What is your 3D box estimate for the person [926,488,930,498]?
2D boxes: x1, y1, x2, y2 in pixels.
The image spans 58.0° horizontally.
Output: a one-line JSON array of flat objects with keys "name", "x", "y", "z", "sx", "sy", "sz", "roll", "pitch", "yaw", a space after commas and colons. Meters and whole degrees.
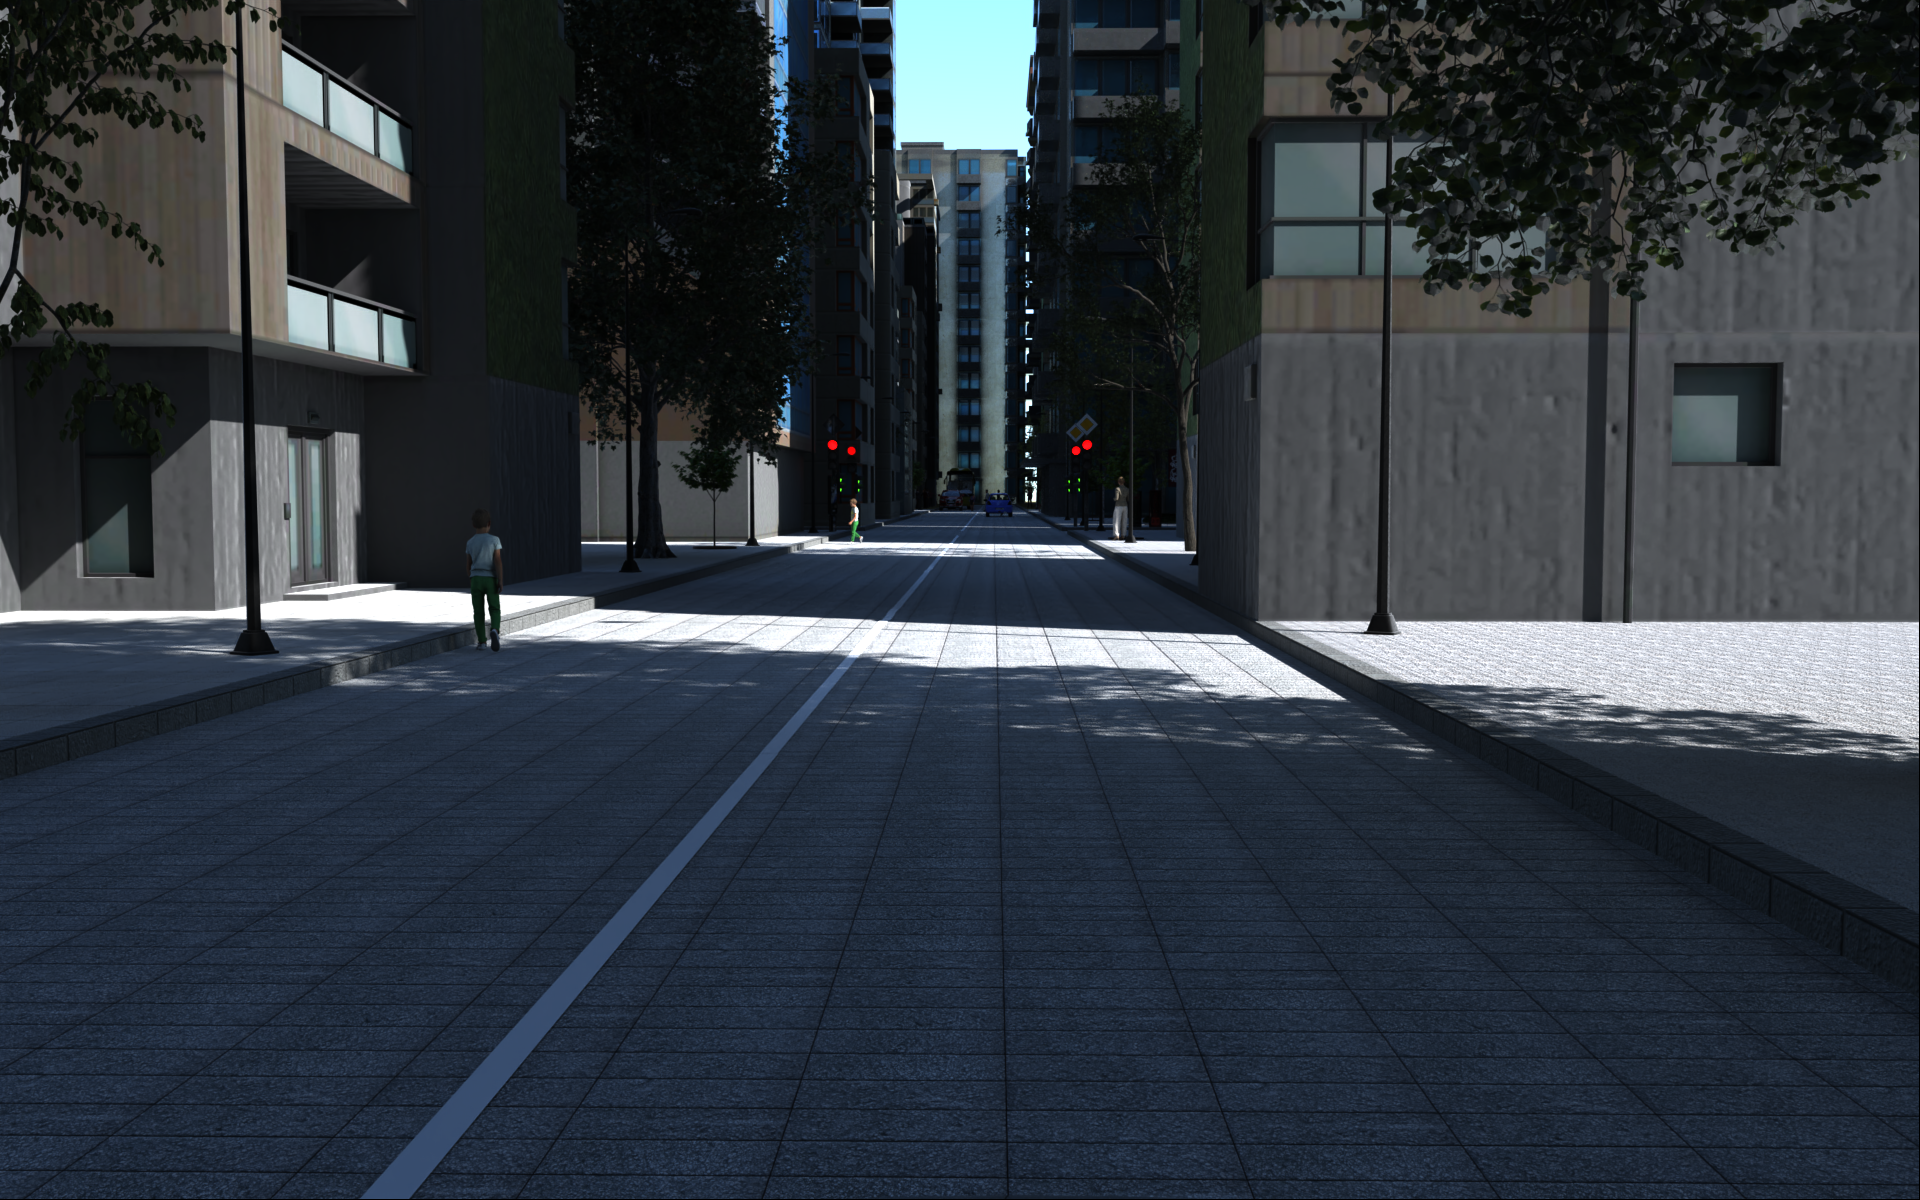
[{"name": "person", "x": -3.083, "y": -9.677, "z": 164.254, "sx": 0.705, "sy": 1.826, "sz": 1.348, "roll": 0, "pitch": 4, "yaw": 7}]

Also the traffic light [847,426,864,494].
[{"name": "traffic light", "x": -4.230, "y": -4.853, "z": 68.266, "sx": 0.839, "sy": 4.253, "sz": 0.868, "roll": 0, "pitch": 4, "yaw": 1}]

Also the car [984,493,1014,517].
[{"name": "car", "x": 2.468, "y": -6.125, "z": 109.741, "sx": 1.945, "sy": 1.707, "sz": 3.694, "roll": 0, "pitch": 3, "yaw": 0}]

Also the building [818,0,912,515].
[{"name": "building", "x": -14.236, "y": -49.253, "z": 117.958, "sx": 22.319, "sy": 86.520, "sz": 31.000, "roll": 0, "pitch": 4, "yaw": 1}]

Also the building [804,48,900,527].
[{"name": "building", "x": -17.457, "y": -14.500, "z": 82.118, "sx": 27.650, "sy": 21.520, "sz": 28.899, "roll": 0, "pitch": 4, "yaw": 1}]

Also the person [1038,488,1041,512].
[{"name": "person", "x": 5.995, "y": -7.385, "z": 127.029, "sx": 0.529, "sy": 1.795, "sz": 0.600, "roll": 3, "pitch": 4, "yaw": 38}]

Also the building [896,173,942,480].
[{"name": "building", "x": -14.225, "y": -31.252, "z": 202.858, "sx": 23.993, "sy": 40.220, "sz": 32.217, "roll": 0, "pitch": 4, "yaw": 1}]

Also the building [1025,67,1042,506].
[{"name": "building", "x": 17.832, "y": -31.937, "z": 176.790, "sx": 22.147, "sy": 44.769, "sz": 28.867, "roll": 0, "pitch": 4, "yaw": 1}]

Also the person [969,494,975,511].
[{"name": "person", "x": 1.060, "y": -8.175, "z": 145.390, "sx": 0.421, "sy": 1.427, "sz": 0.697, "roll": -1, "pitch": 4, "yaw": -20}]

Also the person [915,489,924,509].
[{"name": "person", "x": -3.410, "y": -8.521, "z": 146.166, "sx": 0.742, "sy": 1.727, "sz": 0.445, "roll": 0, "pitch": 4, "yaw": -2}]

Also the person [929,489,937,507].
[{"name": "person", "x": -2.815, "y": -9.879, "z": 168.279, "sx": 1.217, "sy": 1.743, "sz": 0.721, "roll": -1, "pitch": 4, "yaw": -13}]

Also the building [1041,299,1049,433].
[{"name": "building", "x": 14.303, "y": -28.855, "z": 155.378, "sx": 14.154, "sy": 41.232, "sz": 14.086, "roll": 0, "pitch": 4, "yaw": 1}]

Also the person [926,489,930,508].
[{"name": "person", "x": -2.891, "y": -9.339, "z": 159.531, "sx": 0.445, "sy": 1.727, "sz": 0.742, "roll": -2, "pitch": 4, "yaw": -27}]

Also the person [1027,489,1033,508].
[{"name": "person", "x": 6.329, "y": -9.200, "z": 157.380, "sx": 0.541, "sy": 1.710, "sz": 0.530, "roll": 1, "pitch": 4, "yaw": 19}]

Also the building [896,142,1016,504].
[{"name": "building", "x": -5.145, "y": -37.838, "z": 238.256, "sx": 30.456, "sy": 49.044, "sz": 23.786, "roll": 0, "pitch": 4, "yaw": 1}]

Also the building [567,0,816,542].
[{"name": "building", "x": -12.235, "y": -24.596, "z": 52.258, "sx": 14.200, "sy": 45.320, "sz": 14.600, "roll": 0, "pitch": 4, "yaw": 1}]

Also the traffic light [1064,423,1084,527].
[{"name": "traffic light", "x": 4.530, "y": -4.844, "z": 68.113, "sx": 0.839, "sy": 4.253, "sz": 0.868, "roll": 0, "pitch": 4, "yaw": 1}]

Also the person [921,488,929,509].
[{"name": "person", "x": -3.097, "y": -8.924, "z": 151.906, "sx": 0.705, "sy": 1.831, "sz": 1.348, "roll": -3, "pitch": 5, "yaw": -39}]

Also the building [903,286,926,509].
[{"name": "building", "x": -17.498, "y": -19.169, "z": 158.450, "sx": 27.650, "sy": 21.520, "sz": 28.899, "roll": 0, "pitch": 4, "yaw": 1}]

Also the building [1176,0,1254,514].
[{"name": "building", "x": 14.519, "y": -27.647, "z": 135.616, "sx": 14.154, "sy": 41.232, "sz": 14.086, "roll": 0, "pitch": 4, "yaw": 1}]

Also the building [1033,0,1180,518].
[{"name": "building", "x": 15.655, "y": -29.639, "z": 104.202, "sx": 23.786, "sy": 49.044, "sz": 30.456, "roll": 0, "pitch": 4, "yaw": 1}]

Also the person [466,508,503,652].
[{"name": "person", "x": -4.320, "y": -0.184, "z": 15.757, "sx": 0.306, "sy": 1.304, "sz": 0.590, "roll": -2, "pitch": 4, "yaw": -24}]

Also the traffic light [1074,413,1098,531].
[{"name": "traffic light", "x": 4.376, "y": -4.355, "z": 60.130, "sx": 0.839, "sy": 4.253, "sz": 0.868, "roll": 0, "pitch": 4, "yaw": 1}]

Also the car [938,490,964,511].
[{"name": "car", "x": -0.771, "y": -8.613, "z": 149.498, "sx": 2.281, "sy": 1.827, "sz": 5.304, "roll": 0, "pitch": 3, "yaw": 0}]

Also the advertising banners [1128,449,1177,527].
[{"name": "advertising banners", "x": 7.535, "y": -4.333, "z": 67.039, "sx": 2.074, "sy": 3.025, "sz": 0.090, "roll": 0, "pitch": 4, "yaw": 0}]

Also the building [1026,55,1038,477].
[{"name": "building", "x": 22.373, "y": -37.636, "z": 204.592, "sx": 28.713, "sy": 52.752, "sz": 27.495, "roll": 0, "pitch": 4, "yaw": 1}]

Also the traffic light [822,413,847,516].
[{"name": "traffic light", "x": -4.384, "y": -4.365, "z": 60.282, "sx": 0.839, "sy": 4.253, "sz": 0.868, "roll": 0, "pitch": 4, "yaw": 1}]

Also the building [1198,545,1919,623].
[{"name": "building", "x": 10.156, "y": -20.753, "z": 22.899, "sx": 14.154, "sy": 41.232, "sz": 14.086, "roll": 0, "pitch": 4, "yaw": 1}]

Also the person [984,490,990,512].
[{"name": "person", "x": 2.223, "y": -7.990, "z": 139.416, "sx": 0.850, "sy": 1.792, "sz": 0.678, "roll": -2, "pitch": 4, "yaw": -25}]

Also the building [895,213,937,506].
[{"name": "building", "x": -9.714, "y": -24.956, "z": 179.737, "sx": 14.160, "sy": 30.474, "sz": 14.107, "roll": 0, "pitch": 4, "yaw": 1}]

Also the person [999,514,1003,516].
[{"name": "person", "x": 2.772, "y": -6.191, "z": 114.744, "sx": 0.382, "sy": 1.210, "sz": 0.505, "roll": -1, "pitch": 4, "yaw": -14}]

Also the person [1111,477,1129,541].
[{"name": "person", "x": 4.428, "y": -2.519, "z": 47.781, "sx": 0.519, "sy": 1.759, "sz": 0.362, "roll": -2, "pitch": 4, "yaw": -27}]

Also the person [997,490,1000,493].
[{"name": "person", "x": 3.499, "y": -9.023, "z": 156.042, "sx": 0.705, "sy": 1.821, "sz": 1.348, "roll": 1, "pitch": 4, "yaw": 11}]

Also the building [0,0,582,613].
[{"name": "building", "x": -13.425, "y": -20.623, "z": 20.774, "sx": 14.154, "sy": 41.232, "sz": 14.086, "roll": 0, "pitch": 4, "yaw": 1}]
